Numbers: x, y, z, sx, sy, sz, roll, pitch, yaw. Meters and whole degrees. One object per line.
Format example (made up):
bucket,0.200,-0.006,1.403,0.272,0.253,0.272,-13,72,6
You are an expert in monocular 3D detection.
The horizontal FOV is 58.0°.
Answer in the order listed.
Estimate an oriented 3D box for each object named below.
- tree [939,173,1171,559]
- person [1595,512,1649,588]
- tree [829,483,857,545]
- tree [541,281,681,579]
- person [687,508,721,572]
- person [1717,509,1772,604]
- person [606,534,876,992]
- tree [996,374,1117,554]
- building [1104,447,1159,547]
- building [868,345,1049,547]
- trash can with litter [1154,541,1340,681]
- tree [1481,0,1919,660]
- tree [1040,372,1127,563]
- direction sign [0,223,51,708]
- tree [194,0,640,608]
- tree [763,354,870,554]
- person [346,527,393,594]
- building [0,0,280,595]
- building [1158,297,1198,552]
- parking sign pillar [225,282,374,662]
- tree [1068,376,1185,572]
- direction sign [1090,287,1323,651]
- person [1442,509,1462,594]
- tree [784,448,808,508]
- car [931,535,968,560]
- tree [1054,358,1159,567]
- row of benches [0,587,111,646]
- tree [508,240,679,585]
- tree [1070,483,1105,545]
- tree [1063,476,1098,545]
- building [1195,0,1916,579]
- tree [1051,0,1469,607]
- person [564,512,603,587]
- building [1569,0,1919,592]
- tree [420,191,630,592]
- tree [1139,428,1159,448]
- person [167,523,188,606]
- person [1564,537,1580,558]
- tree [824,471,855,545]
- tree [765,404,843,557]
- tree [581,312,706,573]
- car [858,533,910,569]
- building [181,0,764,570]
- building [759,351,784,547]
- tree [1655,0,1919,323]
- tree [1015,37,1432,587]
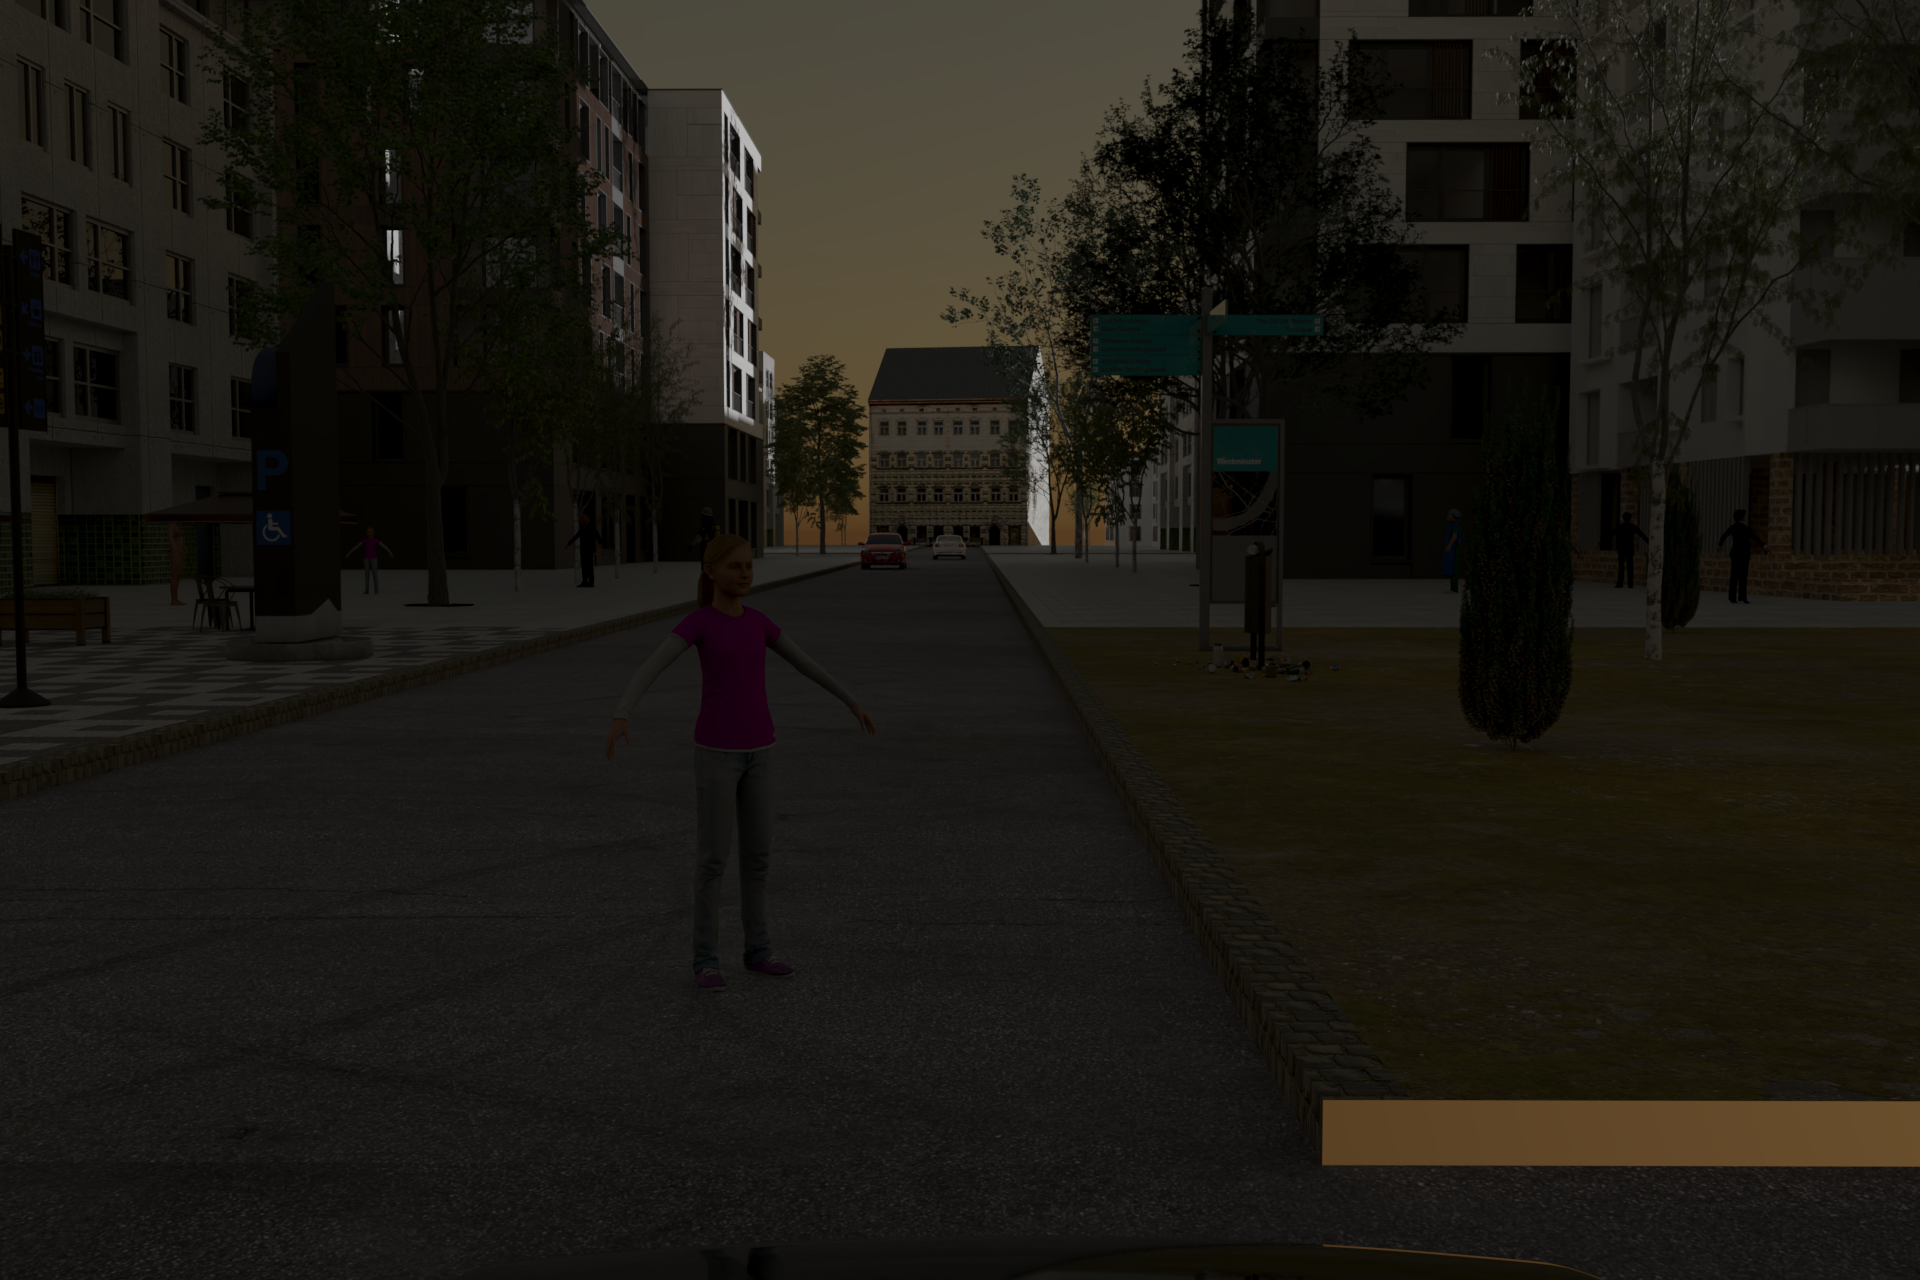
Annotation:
tree,5.497,-14.395,91.245,12.611,20.169,13.585,0,3,0
person,15.843,-2.143,41.229,1.347,1.806,0.705,0,4,4
tree,-13.177,-15.387,201.939,4.360,8.622,3.978,0,3,0
tree,-9.629,-6.074,49.679,4.360,8.622,3.978,0,3,0
person,-5.546,-1.965,37.908,0.705,1.856,1.354,1,4,20
person,14.473,-1.547,32.020,0.721,1.740,1.216,-1,4,-22
person,-0.689,0.380,5.505,0.991,1.433,0.599,-3,5,-40
tree,6.034,-11.219,109.189,9.928,11.665,9.643,0,3,0
building,20.100,-14.261,175.307,9.099,9.664,28.070,0,4,1
building,0.284,-22.534,201.823,18.063,23.208,19.493,1,4,10
trash can with litter,2.725,-0.310,16.119,1.678,1.210,2.233,0,4,1
tree,6.865,-4.106,17.500,4.360,8.622,3.978,0,3,0
tree,5.657,-7.767,77.346,4.737,8.622,4.395,0,3,0
direction sign,-6.996,-1.273,12.819,0.379,3.537,0.876,0,4,1
tree,-9.330,-6.406,30.500,9.928,11.665,9.643,0,3,0
tree,-9.037,-11.712,109.623,7.486,12.596,7.792,0,3,0
person,-12.567,-1.690,36.897,0.991,1.433,0.599,0,4,-4
building,-28.656,-10.353,35.732,16.747,18.905,31.486,0,3,0
building,24.763,-16.034,128.616,16.747,18.905,31.486,0,4,1
parking sign pillar,-6.876,-1.803,17.946,1.447,3.967,1.447,0,3,0
tree,5.805,-6.590,58.104,4.737,8.622,4.395,0,3,0
direction sign,2.685,-1.808,18.328,2.525,3.948,1.411,0,4,-1
person,10.540,-1.895,37.108,0.704,1.817,1.347,1,4,17
tree,-21.865,-17.514,196.716,12.009,13.543,11.850,0,3,0
car,-0.601,-5.232,97.898,2.083,1.381,4.827,0,4,0
tree,5.863,-7.119,66.753,4.737,8.622,4.395,0,3,0
row of benches,-11.898,-0.287,20.152,4.104,0.672,1.422,0,4,2
tree,-9.882,-5.726,43.985,4.360,8.622,3.978,0,3,0
tree,14.364,-14.965,195.043,4.737,8.622,4.395,0,3,0
tree,14.062,-15.242,199.571,4.737,8.622,4.395,0,3,0
building,22.556,-13.509,64.846,27.936,21.610,32.646,0,4,0
tree,5.087,-5.860,30.218,7.601,10.594,8.767,0,4,2
person,-9.007,-2.169,41.687,1.346,1.802,0.704,3,4,38
building,21.666,-11.541,45.121,16.016,20.090,11.380,0,3,0
tree,-9.527,-5.363,38.049,4.737,8.622,4.395,0,3,0
tree,22.930,-17.581,197.824,12.009,13.543,11.850,0,3,0
person,-14.045,-1.491,31.189,0.721,1.733,1.217,-1,4,-17
person,9.162,-1.311,27.566,1.348,1.813,0.705,1,4,14
tree,-13.525,-14.951,194.802,4.737,8.622,4.395,0,3,0
tree,-9.035,-9.018,97.812,4.737,8.622,4.395,0,3,0
tree,-9.780,-6.503,56.682,4.360,8.622,3.978,0,3,0
car,-3.114,-3.815,71.410,2.155,1.783,4.494,0,3,0
building,-24.830,-14.304,77.851,27.936,21.610,32.646,0,4,1
building,-27.329,-18.424,167.689,16.747,18.905,31.486,0,4,1
tree,7.942,-3.798,12.454,4.360,8.622,3.978,0,3,0
tree,6.344,-8.059,42.128,12.009,13.543,11.850,0,3,0
